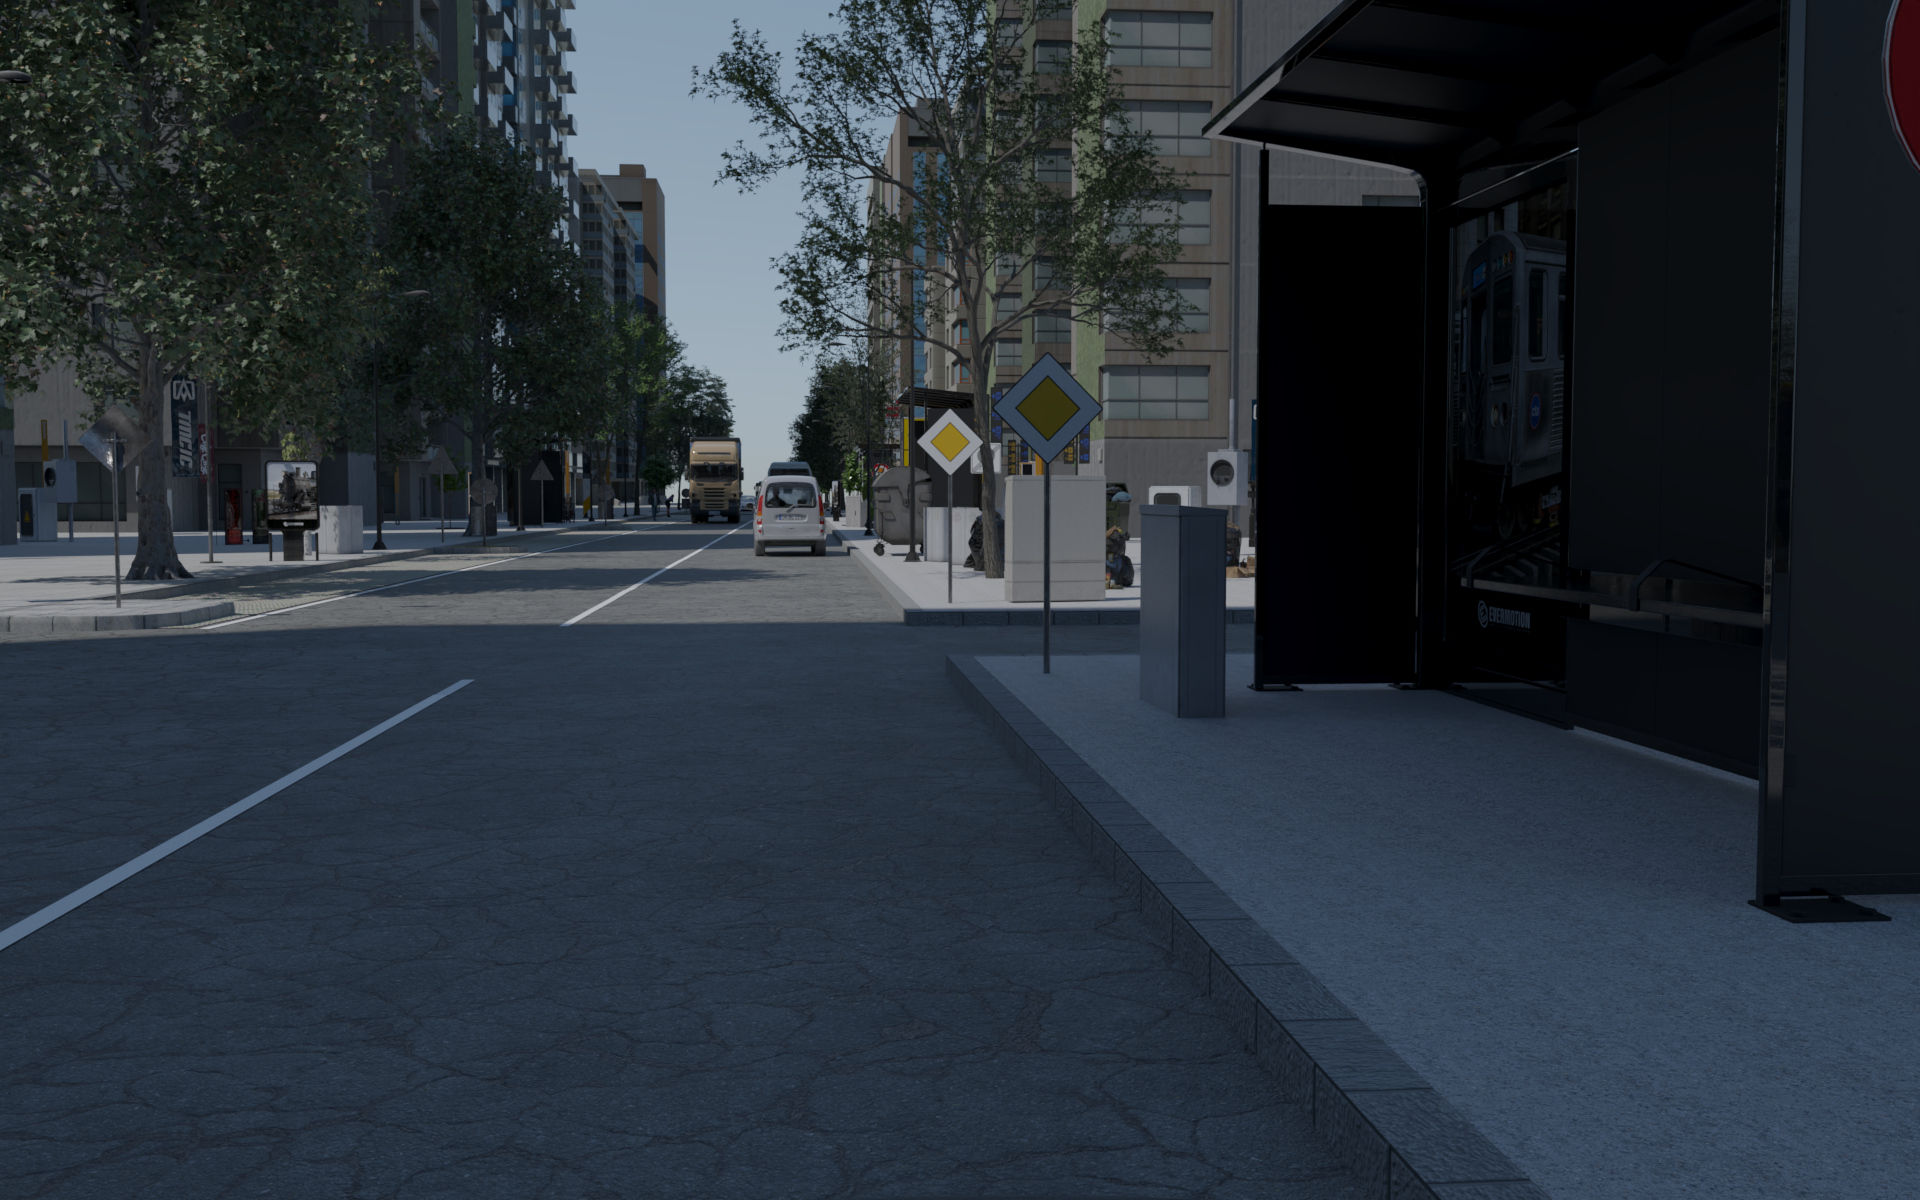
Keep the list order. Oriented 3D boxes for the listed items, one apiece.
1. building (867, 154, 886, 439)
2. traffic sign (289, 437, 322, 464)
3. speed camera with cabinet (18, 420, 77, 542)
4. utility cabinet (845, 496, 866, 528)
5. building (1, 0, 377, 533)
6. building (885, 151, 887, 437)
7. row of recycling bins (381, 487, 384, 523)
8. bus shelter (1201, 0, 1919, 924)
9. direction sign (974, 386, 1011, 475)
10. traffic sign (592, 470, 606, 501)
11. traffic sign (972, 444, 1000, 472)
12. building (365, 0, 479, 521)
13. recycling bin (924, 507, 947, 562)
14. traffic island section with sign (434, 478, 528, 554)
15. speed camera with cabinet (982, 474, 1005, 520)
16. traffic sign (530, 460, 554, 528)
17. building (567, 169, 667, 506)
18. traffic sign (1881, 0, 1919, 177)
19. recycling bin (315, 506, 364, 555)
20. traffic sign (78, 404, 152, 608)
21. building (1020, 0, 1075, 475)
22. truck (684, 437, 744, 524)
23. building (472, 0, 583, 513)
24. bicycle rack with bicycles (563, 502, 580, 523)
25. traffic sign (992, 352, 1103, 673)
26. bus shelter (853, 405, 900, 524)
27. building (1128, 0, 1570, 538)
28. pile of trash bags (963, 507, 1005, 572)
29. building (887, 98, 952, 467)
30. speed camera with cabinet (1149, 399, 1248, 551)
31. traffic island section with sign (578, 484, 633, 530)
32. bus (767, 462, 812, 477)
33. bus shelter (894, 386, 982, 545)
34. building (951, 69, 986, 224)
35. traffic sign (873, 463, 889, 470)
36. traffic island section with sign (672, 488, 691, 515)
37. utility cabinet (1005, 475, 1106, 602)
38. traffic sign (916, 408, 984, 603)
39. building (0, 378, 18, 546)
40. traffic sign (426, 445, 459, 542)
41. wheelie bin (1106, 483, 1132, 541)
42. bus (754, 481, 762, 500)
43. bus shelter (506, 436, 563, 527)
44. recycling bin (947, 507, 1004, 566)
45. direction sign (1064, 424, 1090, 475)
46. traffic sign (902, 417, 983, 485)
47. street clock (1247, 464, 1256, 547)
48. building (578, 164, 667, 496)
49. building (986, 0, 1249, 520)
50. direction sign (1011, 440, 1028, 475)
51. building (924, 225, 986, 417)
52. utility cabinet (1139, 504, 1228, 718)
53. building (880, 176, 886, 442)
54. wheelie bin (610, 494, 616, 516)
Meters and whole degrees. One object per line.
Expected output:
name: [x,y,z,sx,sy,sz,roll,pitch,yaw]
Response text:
building: [-1.960,-37.922,243.721,21.300,48.544,21.600,0,4,-5]
traffic sign: [-14.662,-2.366,38.786,0.768,2.556,0.104,0,4,2]
speed camera with cabinet: [-24.483,-3.186,46.432,2.038,3.252,0.660,2,4,35]
utility cabinet: [-4.025,-3.407,66.863,0.306,1.237,1.020,-3,4,-37]
building: [-30.092,-17.781,62.413,14.160,30.474,14.107,0,4,-5]
building: [-1.849,-34.315,211.154,14.600,45.320,14.200,0,4,-5]
row of recycling bins: [-25.918,-4.229,76.254,1.069,1.692,3.534,-1,4,-15]
bus shelter: [2.693,-1.039,8.264,1.731,3.624,6.357,0,4,-5]
direction sign: [0.595,-2.742,36.826,0.379,3.537,0.876,-3,5,-42]
traffic sign: [-19.404,-5.681,92.885,0.884,2.594,0.081,0,4,2]
traffic sign: [0.526,-2.011,35.007,0.606,2.300,0.079,0,4,1]
building: [-31.852,-24.494,84.072,14.154,41.232,14.086,0,4,-5]
recycling bin: [-0.218,-1.246,32.919,0.722,1.027,0.722,-2,4,-31]
traffic island section with sign: [-11.597,-2.048,42.109,1.989,1.847,2.006,0,4,-5]
speed camera with cabinet: [1.248,-3.369,49.426,2.038,3.252,0.660,-1,4,-22]
traffic sign: [-15.853,-4.018,65.694,0.884,2.594,0.081,0,4,1]
building: [-53.975,-32.233,218.885,32.217,40.220,23.993,0,4,-5]
traffic sign: [2.269,-0.215,3.627,0.768,2.556,0.104,0,4,1]
recycling bin: [-13.327,-1.506,37.177,0.722,1.027,0.722,2,4,27]
traffic sign: [-9.474,-0.967,19.447,0.795,2.450,0.064,0,4,-5]
building: [9.921,-19.435,89.471,14.160,30.474,14.107,0,4,-5]
truck: [-12.336,-6.043,87.710,2.839,4.237,11.283,0,4,-7]
building: [-42.495,-31.656,137.179,23.786,49.044,30.456,0,4,-5]
bicycle rack with bicycles: [-18.152,-3.913,77.361,2.852,0.926,2.925,0,4,3]
traffic sign: [0.618,-0.532,12.338,0.795,2.450,0.064,0,4,-5]
bus shelter: [-3.545,-6.025,76.145,2.179,5.291,8.768,0,4,-5]
building: [10.536,-22.808,56.501,14.154,41.232,14.086,0,4,-5]
pile of trash bags: [1.106,-1.176,28.978,1.912,1.369,3.447,0,4,-5]
building: [-0.342,-33.453,197.059,14.600,45.320,14.200,0,4,-5]
speed camera with cabinet: [4.987,-2.570,36.351,2.038,3.252,0.660,2,4,34]
traffic island section with sign: [-14.081,-3.689,68.950,1.989,1.847,2.006,0,4,-5]
bus: [-10.457,-6.785,105.787,2.948,3.499,13.247,0,4,-6]
bus shelter: [-0.538,-3.030,40.820,1.731,3.624,6.357,0,4,-5]
building: [11.984,-28.195,152.873,32.217,40.220,23.993,0,4,-5]
traffic sign: [-3.243,-4.352,71.264,0.768,2.556,0.104,0,4,4]
traffic island section with sign: [-18.650,-6.707,118.288,1.989,1.847,2.006,0,4,-5]
utility cabinet: [1.132,-0.730,20.619,1.173,1.500,0.318,-1,4,-17]
traffic sign: [-0.118,-1.018,20.289,0.795,2.450,0.064,0,4,-5]
building: [-30.274,-21.508,35.245,14.154,41.232,14.086,0,4,-5]
traffic sign: [-13.733,-2.808,45.920,0.884,2.594,0.081,0,4,4]
wheelie bin: [4.265,-2.414,47.372,0.980,1.594,0.693,3,4,36]
bus: [-26.856,-14.953,239.341,2.948,3.499,13.247,0,4,-5]
bus shelter: [-17.355,-4.910,71.567,1.731,3.624,6.357,0,4,-5]
recycling bin: [0.308,-1.145,31.280,0.722,1.027,0.722,3,4,36]
direction sign: [3.022,-3.234,44.872,0.379,3.537,0.876,-3,5,-45]
traffic sign: [-0.390,-3.170,45.696,2.265,3.308,0.079,0,4,3]
street clock: [7.073,-2.277,41.797,0.358,2.002,0.471,0,4,5]
building: [-47.951,-35.983,238.427,14.600,45.320,14.200,0,4,-5]
building: [8.362,-25.715,104.038,14.154,41.232,14.086,0,4,-5]
direction sign: [2.422,-4.906,72.202,0.876,3.537,0.379,-1,4,-11]
building: [12.214,-17.232,126.780,27.650,21.520,28.899,0,4,-5]
utility cabinet: [1.333,0.048,10.384,0.306,1.237,1.020,0,4,-7]
building: [-3.445,-33.159,225.748,14.154,41.232,14.086,0,4,-5]
wheelie bin: [-19.072,-5.247,93.691,0.980,1.594,0.693,1,4,8]
